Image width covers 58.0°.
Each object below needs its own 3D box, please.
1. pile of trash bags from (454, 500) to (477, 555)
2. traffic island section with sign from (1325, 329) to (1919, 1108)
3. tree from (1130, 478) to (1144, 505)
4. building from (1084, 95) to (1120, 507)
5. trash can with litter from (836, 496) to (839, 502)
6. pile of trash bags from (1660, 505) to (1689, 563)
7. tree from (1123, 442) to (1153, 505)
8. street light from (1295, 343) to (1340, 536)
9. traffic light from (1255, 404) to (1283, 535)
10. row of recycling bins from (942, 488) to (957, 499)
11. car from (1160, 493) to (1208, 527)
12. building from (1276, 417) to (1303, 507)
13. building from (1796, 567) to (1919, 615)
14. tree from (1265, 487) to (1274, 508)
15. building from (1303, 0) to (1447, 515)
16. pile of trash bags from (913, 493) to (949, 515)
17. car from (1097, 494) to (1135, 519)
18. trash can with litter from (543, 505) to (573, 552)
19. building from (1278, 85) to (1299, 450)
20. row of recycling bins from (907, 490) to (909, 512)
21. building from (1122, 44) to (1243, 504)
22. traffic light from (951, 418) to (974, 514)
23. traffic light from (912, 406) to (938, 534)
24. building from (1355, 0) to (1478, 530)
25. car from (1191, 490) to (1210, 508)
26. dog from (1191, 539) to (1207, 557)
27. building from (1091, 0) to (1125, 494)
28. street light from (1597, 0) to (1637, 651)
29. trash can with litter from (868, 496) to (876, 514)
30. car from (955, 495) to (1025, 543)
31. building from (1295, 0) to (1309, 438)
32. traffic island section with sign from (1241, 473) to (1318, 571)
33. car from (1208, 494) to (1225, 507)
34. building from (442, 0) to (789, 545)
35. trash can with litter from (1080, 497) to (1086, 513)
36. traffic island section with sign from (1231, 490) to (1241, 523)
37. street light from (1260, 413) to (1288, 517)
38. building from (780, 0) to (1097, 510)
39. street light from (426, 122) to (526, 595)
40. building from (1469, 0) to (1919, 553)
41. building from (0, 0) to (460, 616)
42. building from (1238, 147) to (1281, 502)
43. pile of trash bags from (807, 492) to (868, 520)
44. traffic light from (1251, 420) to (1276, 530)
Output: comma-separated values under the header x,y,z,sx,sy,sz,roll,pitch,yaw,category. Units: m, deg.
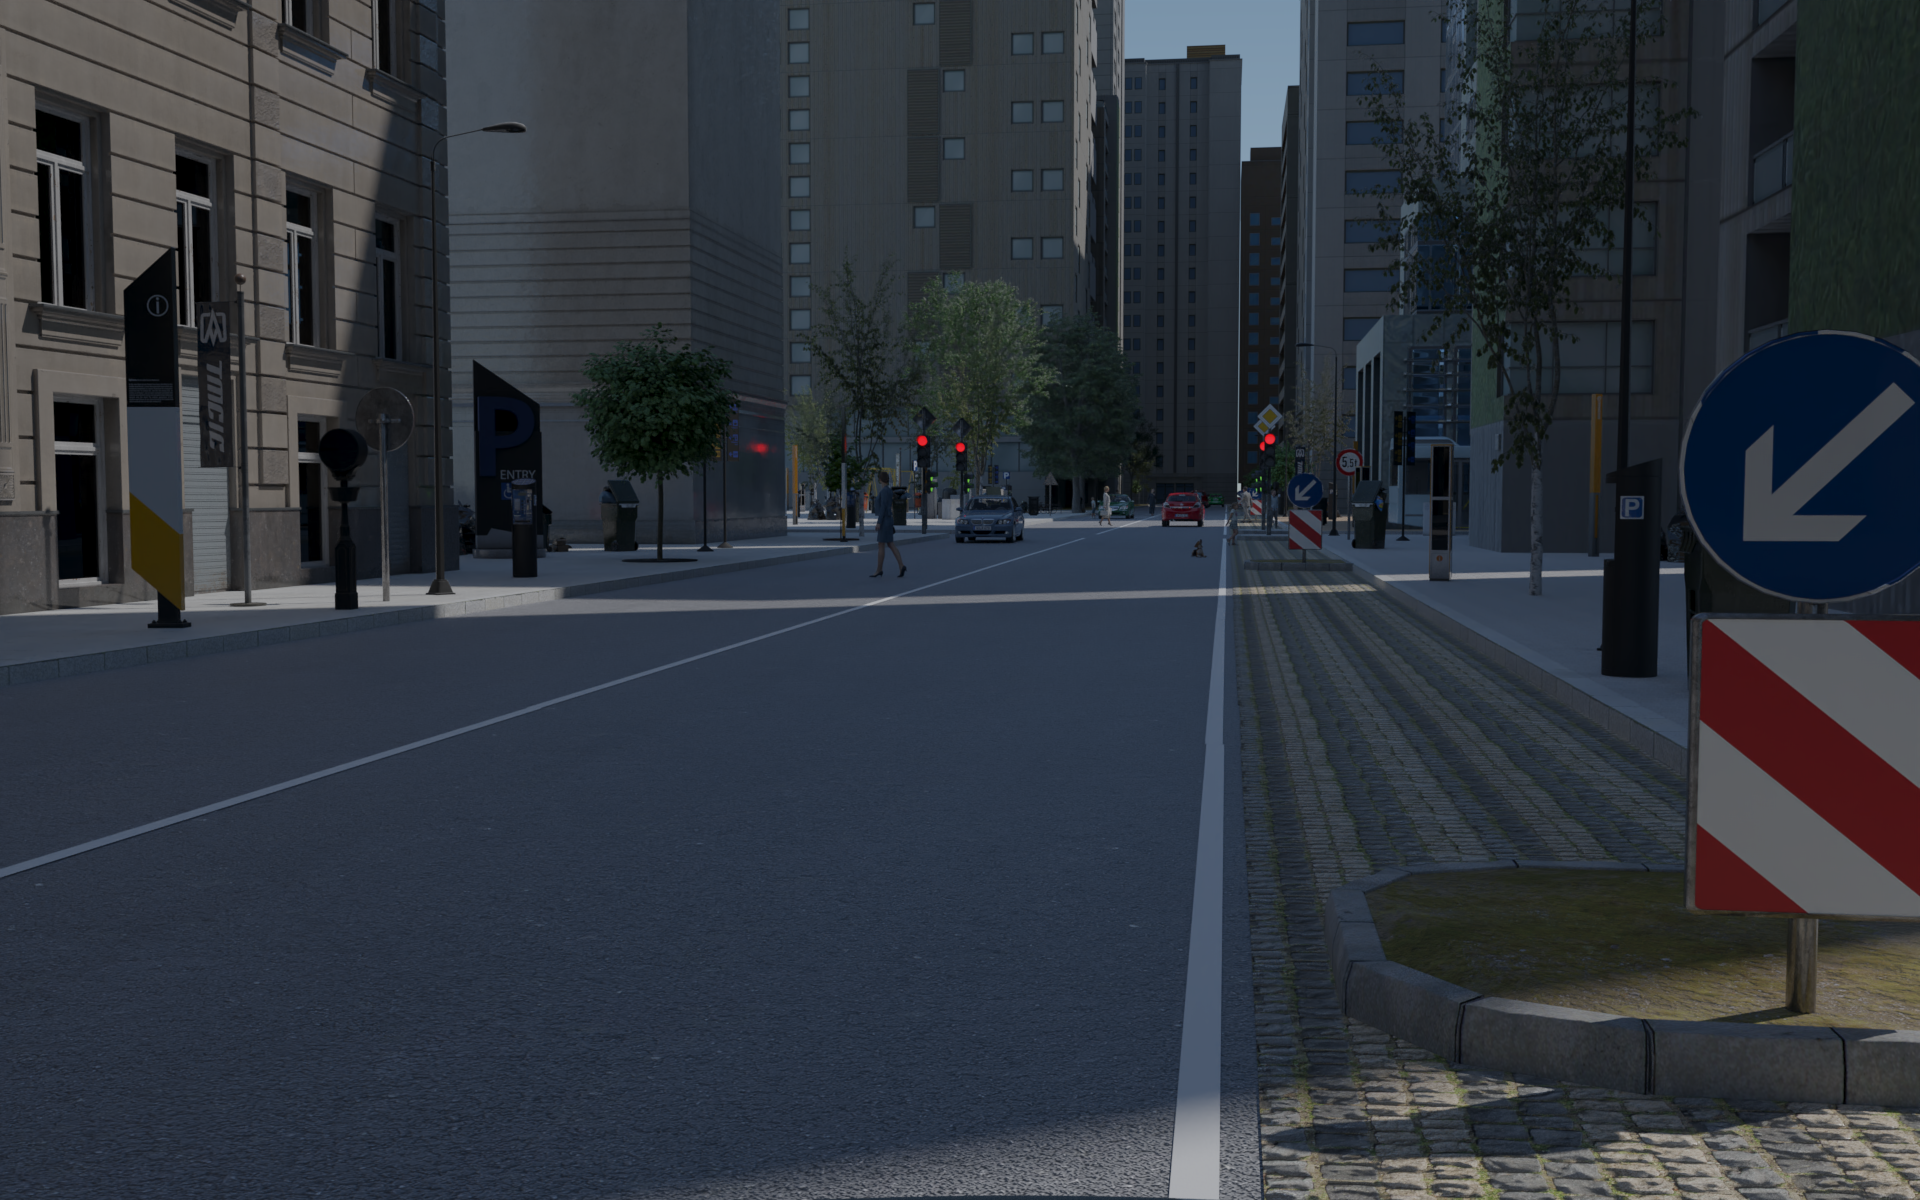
x,y,z,sx,sy,sz,roll,pitch,yaw,category
-11.881,-1.677,37.168,3.447,1.369,1.912,1,4,23,pile of trash bags
2.098,0.223,4.984,1.989,1.847,2.006,1,4,9,traffic island section with sign
20.692,-12.743,202.943,1.663,3.219,1.824,0,3,0,tree
8.465,-29.959,173.431,14.154,41.232,14.086,1,4,9,building
-8.536,-7.056,126.424,2.233,1.210,1.678,2,4,25,trash can with litter
14.681,-1.444,33.356,3.447,1.369,1.912,-1,4,-13,pile of trash bags
21.613,-15.797,208.647,4.737,8.622,4.395,0,3,0,tree
10.982,-4.936,53.240,1.470,5.913,1.316,1,4,9,street light
9.600,-3.971,53.853,0.839,4.253,0.868,1,4,9,traffic light
-0.754,-6.784,118.033,1.069,1.692,3.534,0,4,-3,row of recycling bins
9.947,-4.163,77.103,2.155,1.783,4.494,1,4,9,car
42.603,-45.020,174.332,20.563,71.187,20.611,1,4,9,building
17.166,-20.600,20.412,14.154,41.232,14.086,1,4,9,building
29.244,-10.378,164.286,1.663,3.219,1.824,0,3,0,tree
34.548,-35.286,118.932,21.231,58.520,28.212,1,4,9,building
-1.786,-5.922,106.571,1.912,1.369,3.447,2,4,33,pile of trash bags
9.133,-5.452,100.936,2.131,1.459,4.920,1,4,10,car
-9.162,-1.648,38.335,0.624,1.170,1.055,3,5,41,trash can with litter
47.256,-34.982,195.657,21.300,48.544,21.600,1,4,9,building
-4.109,-6.945,120.663,1.069,1.692,3.534,0,4,3,row of recycling bins
23.282,-42.232,232.499,28.212,58.520,21.231,1,4,9,building
0.080,-4.554,63.379,0.839,4.253,0.868,1,4,9,traffic light
-1.137,-4.071,55.486,0.839,4.253,0.868,1,4,9,traffic light
32.234,-46.242,68.725,31.000,86.520,22.319,1,4,9,building
24.195,-10.224,175.830,2.281,1.827,5.304,1,4,9,car
5.505,-1.180,39.479,0.550,0.427,0.748,3,4,36,dog
8.248,-46.685,201.559,20.611,71.187,20.563,1,4,9,building
4.869,-2.543,14.113,1.470,5.913,1.316,1,4,9,street light
-5.448,-6.241,113.429,0.624,1.170,1.055,3,5,45,trash can with litter
0.938,-2.468,52.361,2.014,1.417,4.499,0,4,8,car
43.420,-34.306,150.145,28.713,52.752,27.495,1,4,9,building
6.413,-1.485,32.910,1.989,1.847,2.006,1,4,9,traffic island section with sign
28.151,-11.106,190.374,1.959,1.807,4.718,1,4,9,car
-14.837,-12.244,49.348,18.267,20.994,9.793,1,4,9,building
8.144,-6.529,118.138,0.624,1.170,1.055,2,4,29,trash can with litter
14.632,-4.748,86.261,1.989,1.847,2.006,1,4,9,traffic island section with sign
17.580,-7.568,96.284,1.470,5.913,1.316,1,4,9,street light
-2.157,-34.504,153.386,28.713,52.752,27.495,1,4,9,building
-6.105,-3.017,21.868,1.470,5.913,1.316,1,4,9,street light
19.809,-21.940,42.309,14.154,41.232,14.086,1,4,9,building
-15.861,-13.458,17.304,12.463,27.353,25.104,1,4,9,building
43.658,-35.217,225.905,14.200,45.320,14.600,1,4,9,building
-5.866,-4.675,86.184,1.912,1.369,3.447,3,5,41,pile of trash bags
10.817,-4.454,61.745,0.839,4.253,0.868,1,4,9,traffic light
